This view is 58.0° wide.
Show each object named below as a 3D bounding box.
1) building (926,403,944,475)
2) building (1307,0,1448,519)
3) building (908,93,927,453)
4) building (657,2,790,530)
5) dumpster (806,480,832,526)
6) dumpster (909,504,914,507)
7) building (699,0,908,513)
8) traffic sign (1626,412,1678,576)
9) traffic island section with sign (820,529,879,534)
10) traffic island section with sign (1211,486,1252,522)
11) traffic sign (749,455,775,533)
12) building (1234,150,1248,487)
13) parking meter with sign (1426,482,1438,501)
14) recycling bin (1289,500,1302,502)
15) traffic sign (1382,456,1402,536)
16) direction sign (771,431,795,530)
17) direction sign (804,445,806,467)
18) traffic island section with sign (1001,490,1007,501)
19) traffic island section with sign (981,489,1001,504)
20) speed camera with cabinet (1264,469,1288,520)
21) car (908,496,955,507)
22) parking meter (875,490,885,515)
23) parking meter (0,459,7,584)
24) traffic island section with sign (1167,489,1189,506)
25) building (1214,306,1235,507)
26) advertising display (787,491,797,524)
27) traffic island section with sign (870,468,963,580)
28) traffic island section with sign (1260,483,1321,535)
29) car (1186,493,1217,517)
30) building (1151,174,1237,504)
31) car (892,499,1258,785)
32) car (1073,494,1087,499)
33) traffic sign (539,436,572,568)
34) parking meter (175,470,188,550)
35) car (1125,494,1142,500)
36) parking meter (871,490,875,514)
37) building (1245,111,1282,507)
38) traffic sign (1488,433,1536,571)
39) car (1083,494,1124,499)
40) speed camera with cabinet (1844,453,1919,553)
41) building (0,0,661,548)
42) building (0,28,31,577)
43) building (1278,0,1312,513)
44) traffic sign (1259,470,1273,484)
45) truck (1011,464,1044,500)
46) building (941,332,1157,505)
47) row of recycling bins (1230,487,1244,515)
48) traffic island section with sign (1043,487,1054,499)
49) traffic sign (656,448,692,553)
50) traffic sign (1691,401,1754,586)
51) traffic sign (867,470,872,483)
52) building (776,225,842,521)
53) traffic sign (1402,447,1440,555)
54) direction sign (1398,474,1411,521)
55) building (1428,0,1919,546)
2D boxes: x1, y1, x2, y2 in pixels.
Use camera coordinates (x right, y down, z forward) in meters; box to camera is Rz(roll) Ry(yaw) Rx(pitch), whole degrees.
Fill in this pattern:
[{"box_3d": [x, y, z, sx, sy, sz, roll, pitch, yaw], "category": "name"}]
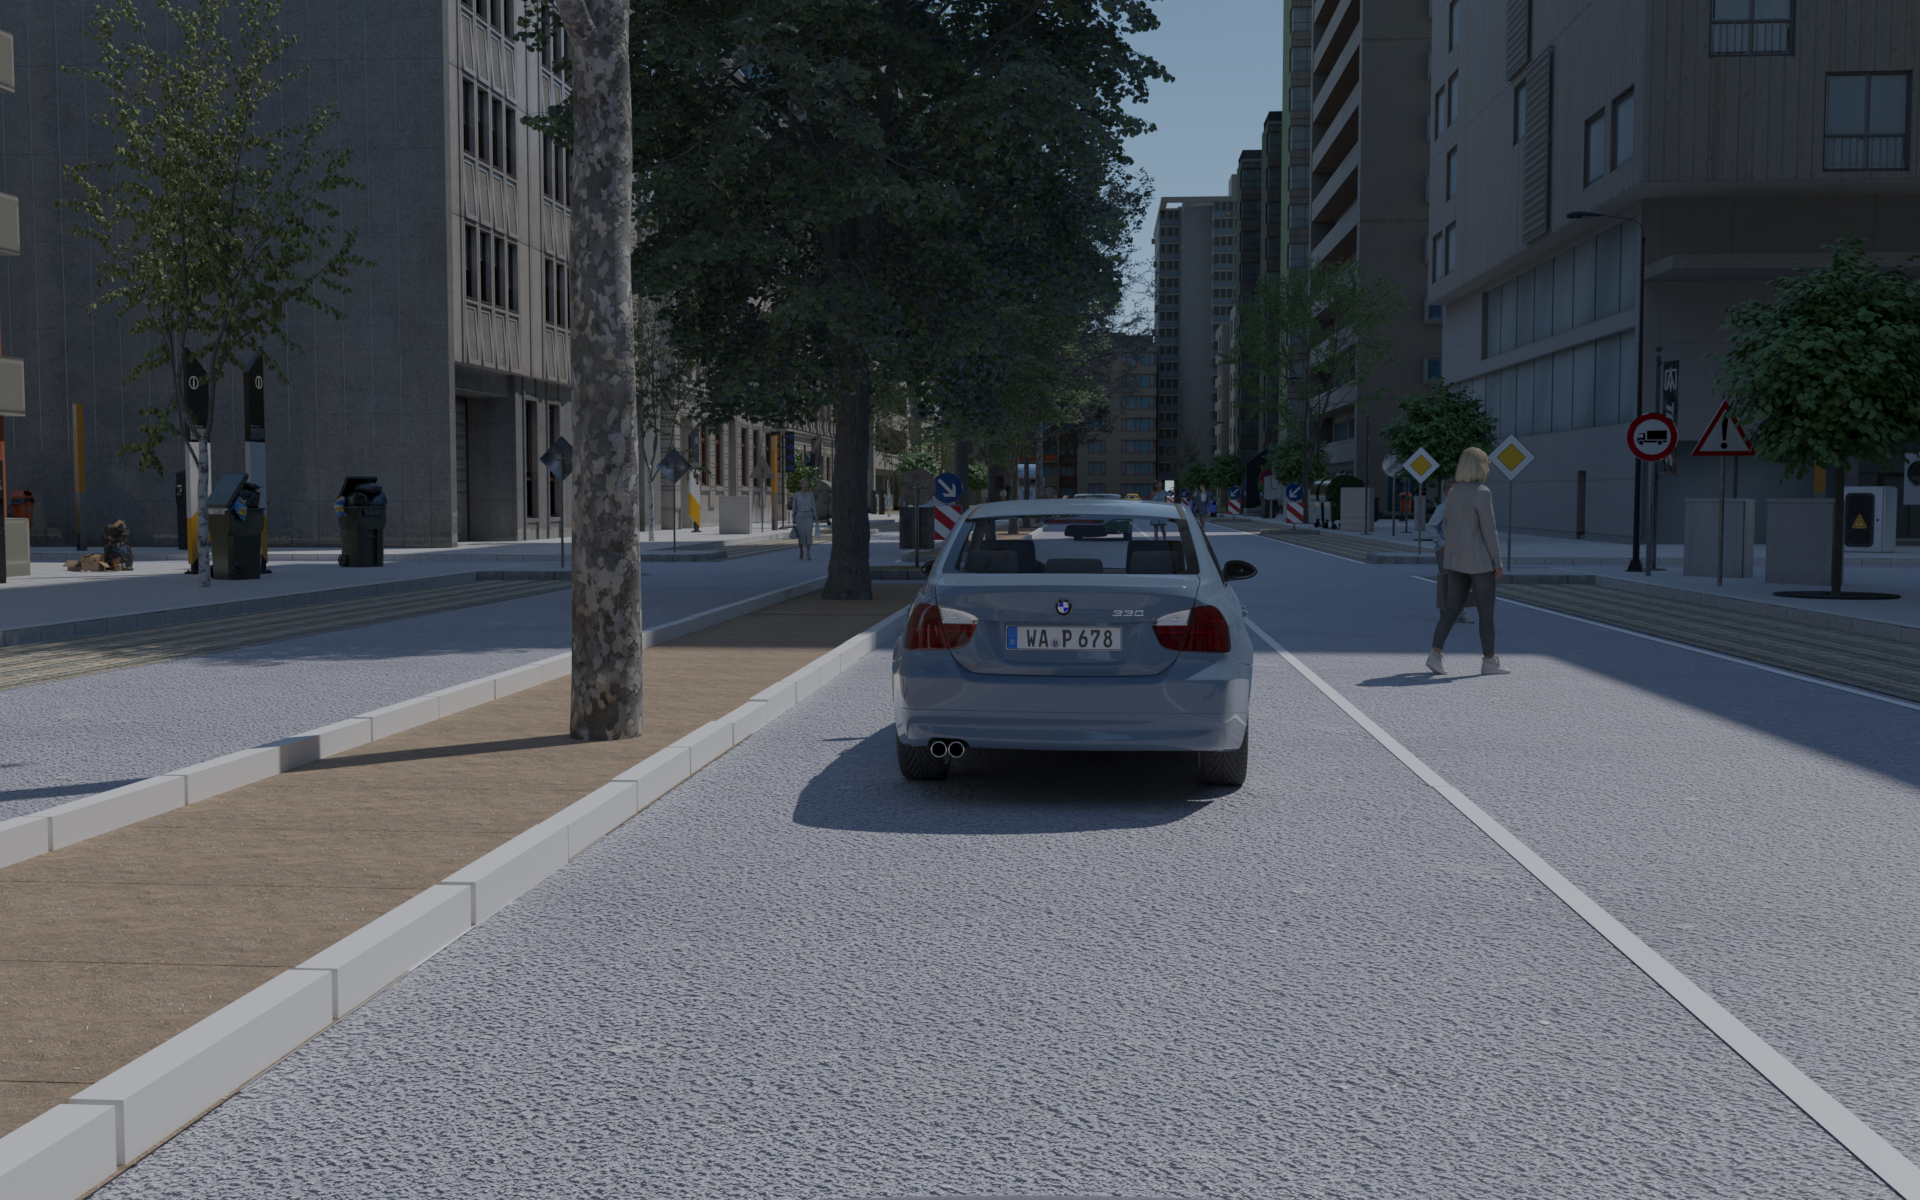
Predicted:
[{"box_3d": [-13.956, -29.333, 171.474, 23.993, 40.220, 32.217, 0, 4, 5], "category": "building"}, {"box_3d": [31.479, -28.879, 95.865, 21.300, 48.544, 21.600, 0, 4, 5], "category": "building"}, {"box_3d": [-10.359, -28.061, 142.392, 14.154, 41.232, 14.086, 0, 4, 5], "category": "building"}, {"box_3d": [-14.394, -14.384, 71.332, 11.583, 22.565, 21.152, 0, 4, 5], "category": "building"}, {"box_3d": [-5.759, -3.985, 70.914, 1.264, 1.857, 1.865, 0, 4, 5], "category": "dumpster"}, {"box_3d": [-2.868, -6.383, 106.862, 1.502, 2.255, 1.985, 0, 4, 4], "category": "dumpster"}, {"box_3d": [-15.482, -30.615, 124.253, 21.300, 48.544, 21.600, 0, 4, 5], "category": "building"}, {"box_3d": [10.797, -1.650, 27.092, 0.768, 2.556, 0.104, 1, 4, 11], "category": "traffic sign"}, {"box_3d": [-3.991, -3.310, 62.745, 1.989, 1.847, 2.006, 0, 4, 5], "category": "traffic island section with sign"}, {"box_3d": [13.885, -4.903, 88.789, 1.989, 1.847, 2.006, 0, 4, 5], "category": "traffic island section with sign"}, {"box_3d": [-6.597, -3.531, 57.737, 0.884, 2.594, 0.081, 1, 4, 9], "category": "traffic sign"}, {"box_3d": [30.387, -22.994, 147.655, 14.160, 30.474, 14.107, 0, 4, 5], "category": "building"}, {"box_3d": [22.301, -5.214, 81.517, 1.738, 3.016, 0.543, 1, 4, 18], "category": "parking meter with sign"}, {"box_3d": [15.043, -3.945, 77.049, 0.722, 1.027, 0.722, 0, 4, 1], "category": "recycling bin"}, {"box_3d": [13.214, -3.218, 52.717, 0.768, 2.556, 0.104, 1, 4, 10], "category": "traffic sign"}, {"box_3d": [-6.389, -4.310, 62.463, 0.876, 3.537, 0.379, 1, 4, 11], "category": "direction sign"}, {"box_3d": [-7.133, -5.362, 79.660, 0.379, 3.537, 0.876, 0, 4, 0], "category": "direction sign"}, {"box_3d": [4.254, -9.685, 166.974, 1.989, 1.847, 2.006, 0, 4, 5], "category": "traffic island section with sign"}, {"box_3d": [2.080, -8.007, 139.535, 1.989, 1.847, 2.006, 0, 4, 5], "category": "traffic island section with sign"}, {"box_3d": [16.345, -5.674, 87.104, 2.038, 3.252, 0.660, -1, 4, -15], "category": "speed camera with cabinet"}, {"box_3d": [-0.934, -3.360, 67.292, 2.083, 1.381, 4.827, 0, 4, 5], "category": "car"}, {"box_3d": [-4.836, -6.038, 107.135, 0.372, 1.533, 0.369, 0, 3, 0], "category": "parking meter"}, {"box_3d": [-13.866, -1.166, 24.783, 0.399, 1.863, 0.255, 3, 5, 42], "category": "parking meter"}, {"box_3d": [17.798, -7.928, 138.256, 1.989, 1.847, 2.006, 0, 4, 5], "category": "traffic island section with sign"}, {"box_3d": [39.782, -19.797, 168.717, 27.650, 21.520, 28.899, 0, 4, 5], "category": "building"}, {"box_3d": [-6.879, -4.198, 73.843, 0.974, 1.923, 0.123, 0, 4, 4], "category": "advertising display"}, {"box_3d": [-0.808, -1.324, 29.786, 2.006, 1.907, 1.989, 0, 4, 5], "category": "traffic island section with sign"}, {"box_3d": [11.768, -3.259, 61.917, 1.989, 1.847, 2.006, 0, 4, 5], "category": "traffic island section with sign"}, {"box_3d": [15.199, -6.067, 108.787, 1.945, 1.707, 3.694, 0, 4, 4], "category": "car"}, {"box_3d": [35.778, -31.858, 212.758, 23.993, 40.220, 32.217, 0, 4, 5], "category": "building"}, {"box_3d": [0.706, 0.130, 9.885, 2.014, 1.417, 4.499, 0, 4, 6], "category": "car"}, {"box_3d": [6.239, -4.610, 85.595, 2.015, 1.641, 3.980, 0, 4, 6], "category": "car"}, {"box_3d": [-6.887, -1.610, 29.968, 0.795, 2.450, 0.064, 0, 4, 5], "category": "traffic sign"}, {"box_3d": [-17.808, -2.090, 39.875, 0.255, 1.863, 0.399, 2, 4, 30], "category": "parking meter"}, {"box_3d": [18.129, -10.520, 182.223, 2.015, 1.641, 3.980, 0, 4, 5], "category": "car"}, {"box_3d": [-5.452, -6.198, 109.743, 0.372, 1.533, 0.369, 0, 3, 0], "category": "parking meter"}, {"box_3d": [30.011, -22.124, 133.431, 14.160, 30.474, 14.107, 0, 4, 5], "category": "building"}, {"box_3d": [9.106, -1.532, 28.688, 0.795, 2.450, 0.064, 0, 4, 5], "category": "traffic sign"}, {"box_3d": [4.517, -2.624, 54.701, 2.131, 1.459, 4.920, 0, 4, 5], "category": "car"}, {"box_3d": [20.156, -2.634, 37.399, 0.660, 3.252, 2.038, -2, 4, -35], "category": "speed camera with cabinet"}, {"box_3d": [-17.283, -14.236, 50.777, 12.078, 24.808, 19.932, 0, 4, 5], "category": "building"}, {"box_3d": [-30.162, -10.337, 14.057, 28.899, 21.520, 27.650, 0, 4, 5], "category": "building"}, {"box_3d": [28.971, -26.627, 118.948, 14.154, 41.232, 14.086, 0, 4, 5], "category": "building"}, {"box_3d": [16.520, -5.704, 93.371, 0.768, 2.556, 0.104, 0, 4, 6], "category": "traffic sign"}, {"box_3d": [6.549, -10.516, 161.689, 2.967, 4.110, 18.799, 0, 4, 4], "category": "truck"}, {"box_3d": [9.118, -22.491, 212.764, 28.899, 21.520, 27.650, 0, 4, 5], "category": "building"}, {"box_3d": [17.421, -6.171, 108.003, 1.069, 1.692, 3.534, 0, 4, 0], "category": "row of recycling bins"}, {"box_3d": [5.700, -6.357, 112.075, 2.006, 1.907, 1.989, 0, 4, 5], "category": "traffic island section with sign"}, {"box_3d": [-6.257, -2.097, 37.928, 0.795, 2.450, 0.064, 0, 4, 5], "category": "traffic sign"}, {"box_3d": [10.643, -1.479, 24.190, 0.884, 2.594, 0.081, 0, 4, 5], "category": "traffic sign"}, {"box_3d": [-4.821, -5.343, 87.469, 0.768, 2.556, 0.104, 1, 4, 8], "category": "traffic sign"}, {"box_3d": [-12.231, -13.877, 91.511, 10.561, 19.102, 19.286, 0, 4, 5], "category": "building"}, {"box_3d": [9.736, -2.019, 36.648, 0.795, 2.450, 0.064, 0, 4, 5], "category": "traffic sign"}, {"box_3d": [20.960, -5.505, 81.997, 0.379, 3.537, 0.876, -3, 5, -43], "category": "direction sign"}, {"box_3d": [30.097, -28.315, 52.195, 27.495, 52.752, 28.713, 0, 4, 5], "category": "building"}]
